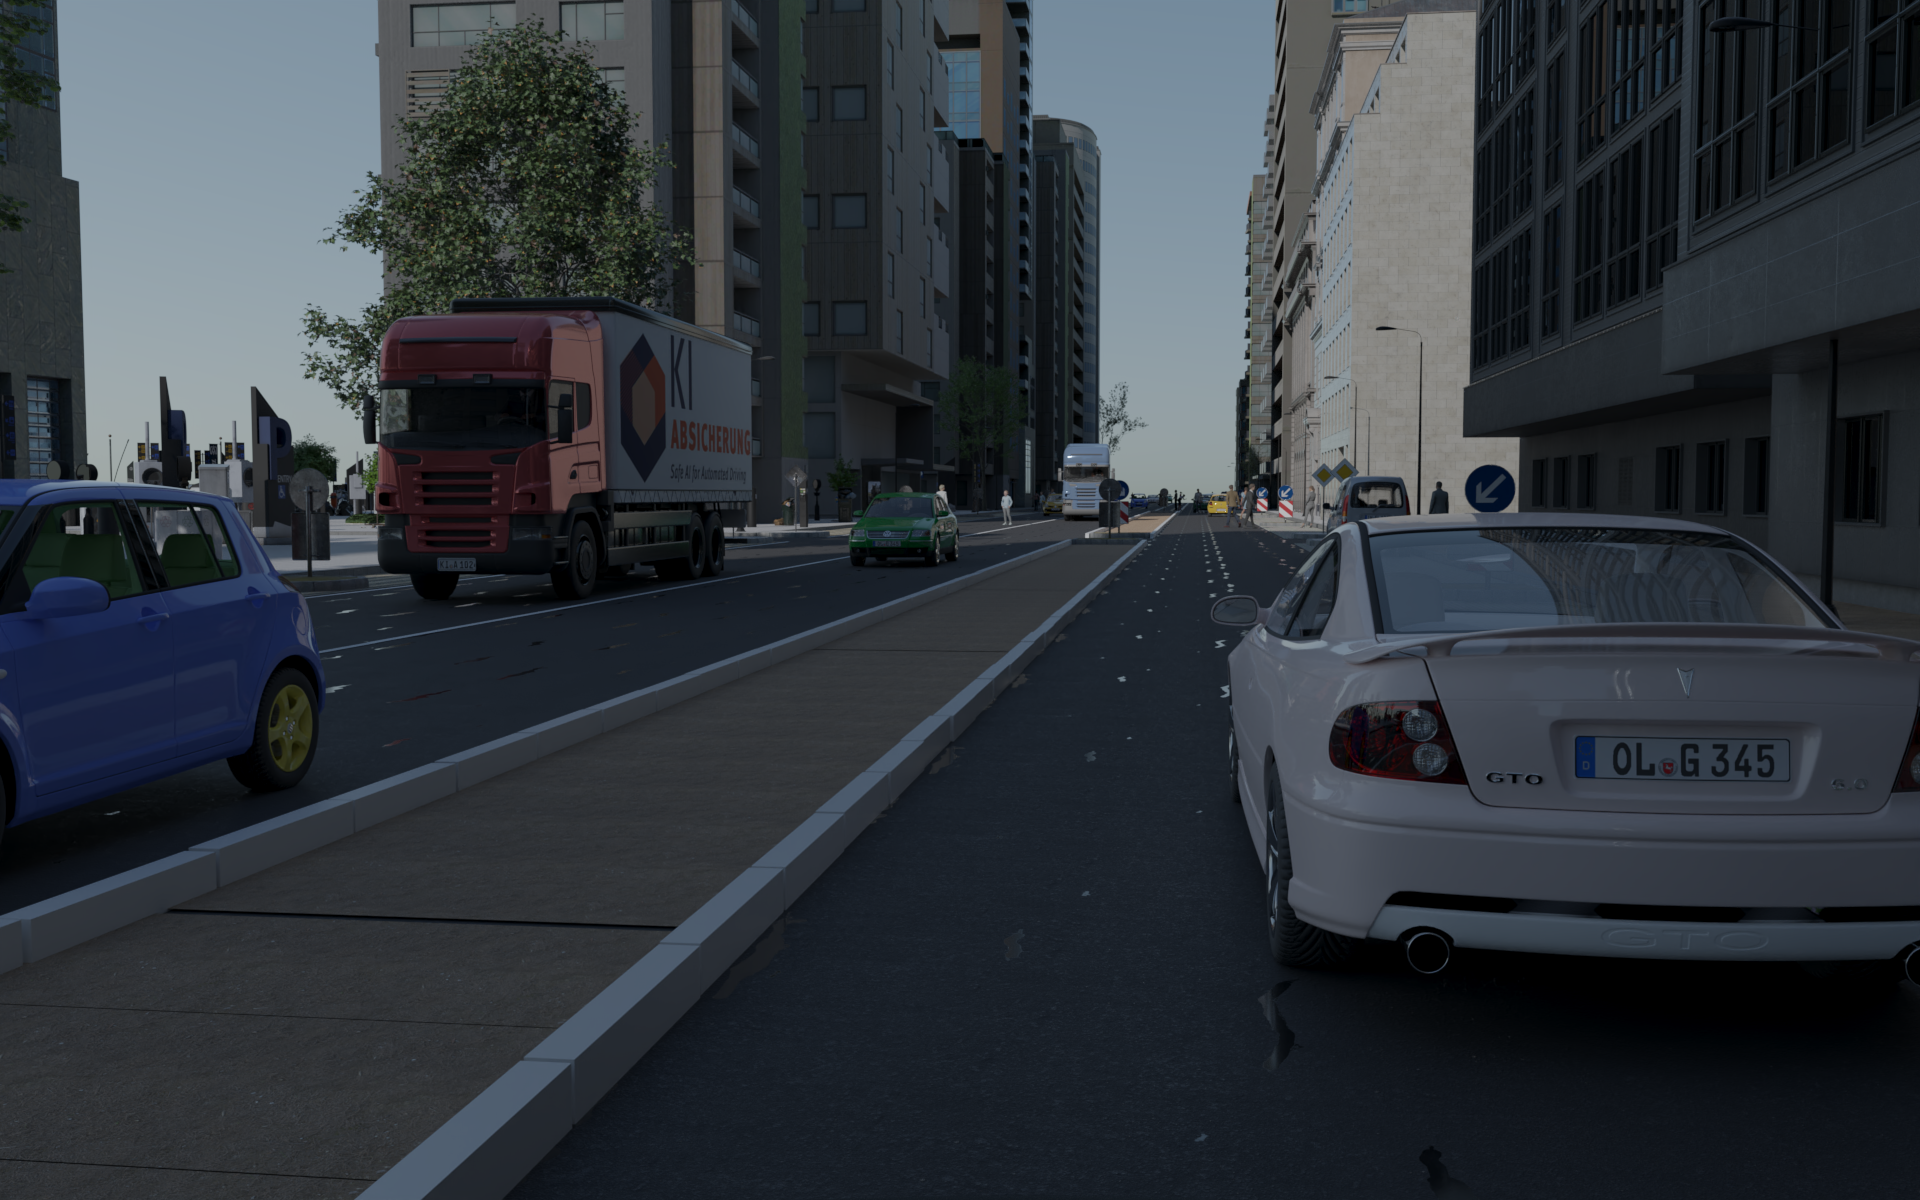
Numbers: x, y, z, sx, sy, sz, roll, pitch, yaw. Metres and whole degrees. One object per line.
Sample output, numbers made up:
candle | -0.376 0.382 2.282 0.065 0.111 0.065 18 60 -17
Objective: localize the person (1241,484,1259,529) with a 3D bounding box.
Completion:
person | 12.025 -3.867 71.500 0.755 1.850 0.659 0 4 -4

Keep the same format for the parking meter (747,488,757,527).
parking meter | -8.036 -3.572 66.818 0.372 1.533 0.369 0 3 0

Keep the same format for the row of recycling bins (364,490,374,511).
row of recycling bins | -45.742 -7.810 134.812 1.069 1.692 3.534 1 4 13

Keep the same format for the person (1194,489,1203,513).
person | 17.679 -7.342 128.382 0.661 1.843 0.795 1 4 15

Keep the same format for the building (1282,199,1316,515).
building | 29.149 -16.879 117.775 13.314 21.916 24.055 0 4 8

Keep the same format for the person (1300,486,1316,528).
person | 14.662 -3.925 72.942 0.573 1.790 0.520 2 4 34

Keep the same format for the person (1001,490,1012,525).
person | 2.156 -4.292 80.486 0.589 1.601 0.330 3 4 39

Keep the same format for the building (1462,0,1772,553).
building | 19.030 -14.704 33.919 14.314 27.812 24.014 0 4 8

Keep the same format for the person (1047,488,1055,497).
person | 6.552 -7.052 123.894 0.679 1.850 0.850 1 4 18

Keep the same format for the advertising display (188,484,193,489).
advertising display | -49.295 -6.490 111.328 0.974 1.923 0.123 3 4 37

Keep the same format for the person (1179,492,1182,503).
person | 26.982 -12.433 212.500 0.721 1.743 1.217 0 4 1

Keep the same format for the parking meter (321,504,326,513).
parking meter | -28.082 -4.312 76.209 0.255 1.863 0.399 -2 4 -26

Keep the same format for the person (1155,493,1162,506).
person | 24.121 -12.215 208.230 1.348 1.821 0.705 0 4 1

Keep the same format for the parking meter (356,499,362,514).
parking meter | -29.903 -4.749 86.064 0.372 1.533 0.369 0 3 0

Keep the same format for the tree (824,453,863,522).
tree | -5.621 -5.301 81.280 1.663 3.219 1.824 0 3 0

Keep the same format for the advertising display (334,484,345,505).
advertising display | -41.862 -6.824 116.793 0.123 1.923 0.974 2 4 30

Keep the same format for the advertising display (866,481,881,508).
advertising display | -4.174 -4.806 83.796 0.123 1.923 0.974 3 5 39

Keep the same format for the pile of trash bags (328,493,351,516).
pile of trash bags | -36.985 -5.656 102.231 1.912 1.369 3.447 -1 4 -20

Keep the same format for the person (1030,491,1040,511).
person | 6.419 -8.461 147.539 0.721 1.736 1.217 -3 5 -41

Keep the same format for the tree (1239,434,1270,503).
tree | 36.420 -16.139 214.231 4.360 8.622 3.978 0 3 0

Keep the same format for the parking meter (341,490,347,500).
parking meter | -40.999 -6.541 115.362 0.372 1.533 0.369 0 3 0

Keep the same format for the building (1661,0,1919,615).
building | 14.047 -11.471 6.620 14.314 24.678 30.058 0 4 8

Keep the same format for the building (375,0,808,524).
building | -14.884 -23.816 72.979 14.154 41.232 14.086 0 4 8

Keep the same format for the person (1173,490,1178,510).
person | 19.088 -8.863 153.415 0.705 1.823 1.348 0 4 -6

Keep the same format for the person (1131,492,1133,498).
person | 28.632 -17.027 287.804 0.541 1.710 0.530 0 4 6

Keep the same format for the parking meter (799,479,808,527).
parking meter | -6.002 -3.722 66.565 0.255 1.863 0.399 1 4 9

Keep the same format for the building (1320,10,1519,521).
building | 22.018 -13.600 77.107 10.420 20.320 16.860 0 4 8

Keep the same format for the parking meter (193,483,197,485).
parking meter | -39.567 -5.141 89.761 0.399 1.863 0.255 0 4 -1

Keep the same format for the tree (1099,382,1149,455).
tree | 25.311 -26.589 290.618 12.611 20.169 13.585 0 3 0

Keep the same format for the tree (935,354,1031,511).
tree | 1.691 -12.477 129.759 9.928 11.665 9.643 0 3 0

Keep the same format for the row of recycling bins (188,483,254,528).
row of recycling bins | -27.608 -3.610 66.133 3.534 1.692 1.069 -3 5 -40

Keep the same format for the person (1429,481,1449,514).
person | 14.159 -2.605 51.194 0.694 1.812 0.767 -1 4 -19

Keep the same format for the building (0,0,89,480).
building | -56.015 -46.657 75.512 31.000 86.520 22.319 0 4 8

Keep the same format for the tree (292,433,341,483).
tree | -34.979 -6.680 92.928 4.285 4.588 4.351 0 3 0

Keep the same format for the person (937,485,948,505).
person | -0.798 -4.226 77.479 0.514 1.842 0.818 0 3 0

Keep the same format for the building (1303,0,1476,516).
building | 26.414 -18.903 94.968 13.634 28.700 20.117 0 4 8

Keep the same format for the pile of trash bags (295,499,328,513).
pile of trash bags | -34.748 -4.870 89.381 3.447 1.369 1.912 2 4 26

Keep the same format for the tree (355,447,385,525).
tree | -23.877 -4.670 70.962 1.663 3.219 1.824 0 3 0

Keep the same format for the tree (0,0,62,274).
tree | -13.659 -6.108 17.999 7.486 12.596 7.792 0 3 0

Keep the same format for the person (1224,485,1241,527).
person | 11.740 -4.039 74.448 0.836 1.842 0.656 3 4 38

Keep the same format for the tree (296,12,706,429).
tree | -10.500 -7.639 41.901 9.611 12.733 9.660 0 3 0

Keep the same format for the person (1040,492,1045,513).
person | 6.088 -7.231 128.542 0.330 1.601 0.589 -2 4 -28

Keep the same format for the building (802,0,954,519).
building | -15.438 -31.344 101.707 28.713 52.752 27.495 0 4 8

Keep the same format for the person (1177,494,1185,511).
person | 19.125 -8.426 149.447 0.628 1.438 0.799 2 4 34

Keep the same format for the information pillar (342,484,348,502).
information pillar | -42.916 -7.118 120.870 0.304 2.012 0.304 3 4 38

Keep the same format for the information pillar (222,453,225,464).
information pillar | -40.793 -6.407 96.105 0.183 3.616 0.504 1 4 18

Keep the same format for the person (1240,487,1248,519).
person | 16.056 -5.423 97.261 0.616 1.811 0.778 3 5 42

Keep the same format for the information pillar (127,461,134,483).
information pillar | -58.464 -8.000 122.152 0.504 3.616 0.183 0 4 6
